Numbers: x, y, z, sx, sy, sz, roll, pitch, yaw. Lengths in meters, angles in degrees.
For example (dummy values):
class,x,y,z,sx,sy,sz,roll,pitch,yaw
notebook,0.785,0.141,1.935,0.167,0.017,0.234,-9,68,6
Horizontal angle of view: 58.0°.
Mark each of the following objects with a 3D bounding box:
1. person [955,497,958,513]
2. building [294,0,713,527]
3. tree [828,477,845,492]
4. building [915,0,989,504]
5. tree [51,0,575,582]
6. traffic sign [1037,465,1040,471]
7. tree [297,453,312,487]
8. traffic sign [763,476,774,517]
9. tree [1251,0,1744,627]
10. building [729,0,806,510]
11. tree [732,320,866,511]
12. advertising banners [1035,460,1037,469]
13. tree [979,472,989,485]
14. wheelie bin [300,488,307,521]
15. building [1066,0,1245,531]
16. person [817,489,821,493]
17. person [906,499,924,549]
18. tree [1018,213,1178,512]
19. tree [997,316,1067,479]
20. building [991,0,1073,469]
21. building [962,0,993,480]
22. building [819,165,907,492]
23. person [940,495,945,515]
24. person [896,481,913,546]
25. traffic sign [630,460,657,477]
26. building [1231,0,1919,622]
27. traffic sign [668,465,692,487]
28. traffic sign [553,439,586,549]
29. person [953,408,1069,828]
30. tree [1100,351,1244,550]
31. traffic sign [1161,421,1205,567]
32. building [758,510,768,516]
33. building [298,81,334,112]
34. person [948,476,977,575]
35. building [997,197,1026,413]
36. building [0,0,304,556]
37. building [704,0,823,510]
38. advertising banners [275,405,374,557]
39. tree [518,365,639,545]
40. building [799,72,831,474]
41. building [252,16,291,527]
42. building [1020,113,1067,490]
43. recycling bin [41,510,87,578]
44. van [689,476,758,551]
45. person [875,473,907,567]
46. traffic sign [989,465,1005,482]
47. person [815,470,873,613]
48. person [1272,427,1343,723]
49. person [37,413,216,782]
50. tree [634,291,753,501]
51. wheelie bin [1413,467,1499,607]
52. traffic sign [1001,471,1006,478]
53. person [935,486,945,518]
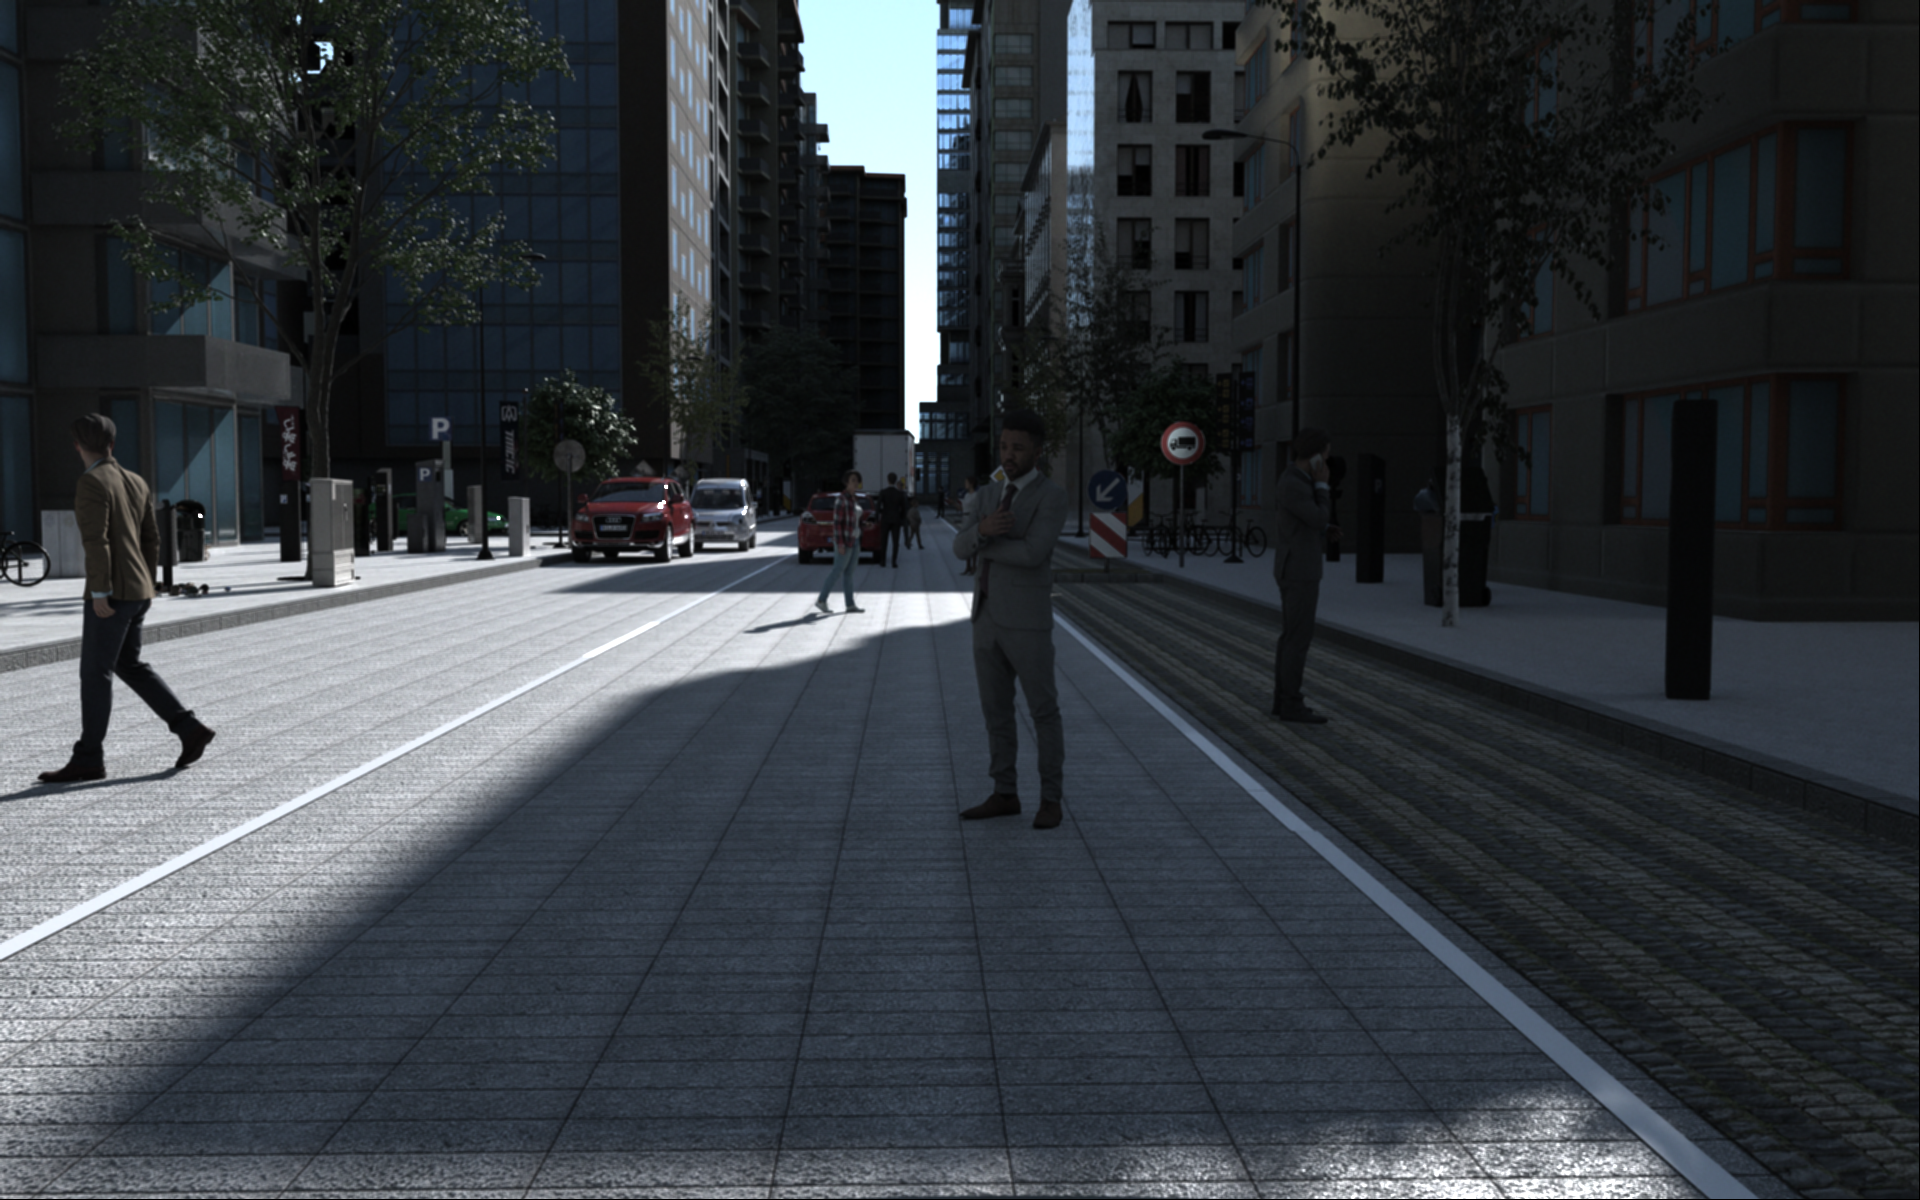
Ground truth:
class,x,y,z,sx,sy,sz,roll,pitch,yaw
person,-0.189,-7.013,127.851,0.352,1.250,0.332,0,4,6
building,-18.407,-25.895,73.491,14.600,45.320,14.200,0,4,-2
tree,-13.674,-12.001,190.824,1.663,3.219,1.824,0,3,0
building,8.542,-56.011,228.457,31.000,86.520,22.319,0,4,-2
tree,-9.415,-6.096,25.419,9.928,11.665,9.643,0,3,0
traffic sign,2.815,-4.237,69.381,0.768,2.556,0.104,0,3,0
tree,-35.378,-6.530,90.478,4.285,4.588,4.351,0,3,0
traffic sign,-10.648,-5.758,96.275,0.606,2.300,0.079,0,4,7
tree,4.983,-4.042,16.456,4.360,8.622,3.978,0,3,0
building,-24.616,-30.137,147.366,22.147,44.769,28.867,0,4,-2
tree,-12.027,-13.509,127.527,9.857,13.997,8.962,0,3,0
advertising banners,2.855,-3.997,61.544,0.090,3.025,2.074,-1,4,-12
tree,2.389,-8.741,137.508,1.663,3.219,1.824,0,3,0
wheelie bin,-31.627,-4.610,83.286,0.693,1.594,0.980,-1,4,-18
building,12.853,-12.850,64.848,16.860,20.320,10.420,0,4,-2
person,-10.208,-7.168,125.883,0.537,1.800,0.526,1,4,12
person,-1.191,-1.966,44.919,0.475,1.303,0.640,2,4,35
tree,3.788,-5.783,44.909,4.360,8.622,3.978,0,3,0
tree,3.694,-7.488,72.789,4.737,8.622,4.395,0,3,0
building,9.521,-28.250,145.486,14.154,41.232,14.086,0,4,-2
building,14.906,-37.050,195.011,28.713,52.752,27.495,0,4,-2
building,-21.365,-35.092,228.376,28.867,44.769,22.147,0,4,-2
person,-1.240,-6.522,115.227,0.391,1.810,0.635,-3,5,-42
person,-1.589,-2.396,47.852,0.661,1.801,0.590,-3,5,-40
traffic sign,-9.284,-2.885,50.808,0.795,2.450,0.064,0,4,-2
building,21.428,-11.404,31.491,27.650,21.520,28.899,0,4,-2
traffic sign,-9.502,-3.373,58.790,0.795,2.450,0.064,0,4,-2
traffic sign,-9.114,-2.465,40.403,0.768,2.556,0.104,0,4,3
person,0.209,0.071,7.525,0.511,1.800,0.466,2,4,26
tree,5.030,-3.436,39.900,4.285,4.588,4.351,0,3,0
traffic sign,3.885,-1.845,30.265,0.768,2.556,0.104,0,4,3
building,-21.883,-40.463,99.824,20.563,71.187,20.611,0,4,-2
building,-74.231,-39.201,230.168,27.495,52.752,28.713,0,4,-2
person,0.099,-1.320,30.647,0.524,1.755,0.480,-2,4,-32
building,9.810,-18.222,117.006,14.460,24.649,34.723,0,4,-2
building,-31.489,-25.467,35.993,30.456,49.044,23.786,0,4,-2
building,-24.232,-44.857,171.660,20.563,71.187,20.611,0,4,-2
advertising banners,-12.832,-2.374,35.004,0.090,3.025,2.074,3,5,40
tree,-9.902,-3.698,44.168,4.285,4.588,4.351,0,3,0
building,-30.134,-35.263,196.152,30.456,49.044,23.786,0,4,-2
building,-33.549,-25.371,64.932,14.200,45.320,14.600,0,4,-2
building,8.543,-14.716,89.754,9.793,20.994,18.267,0,4,-2
recycling bin,-13.628,-0.868,26.753,0.722,1.027,0.722,1,4,15
van,-6.184,-2.300,44.620,2.013,2.044,4.112,0,4,-3
person,-1.383,-1.569,33.930,0.659,1.850,0.755,-1,4,-11
traffic sign,1.389,-3.390,59.066,0.795,2.450,0.064,0,4,-2
person,-1.396,-0.711,20.961,0.643,1.720,0.563,1,4,22
person,2.198,-0.161,10.938,0.447,1.846,0.655,0,4,2
person,-4.278,-0.027,8.845,0.836,1.842,0.656,-2,4,-32
tree,-9.854,-6.938,63.798,4.737,8.622,4.395,0,3,0
wheelie bin,5.652,-0.732,19.878,0.980,1.594,0.693,-1,4,-9
traffic sign,1.607,-2.902,51.084,0.795,2.450,0.064,0,4,-2
person,-1.179,-5.834,103.241,0.474,1.900,0.648,-2,4,-30
